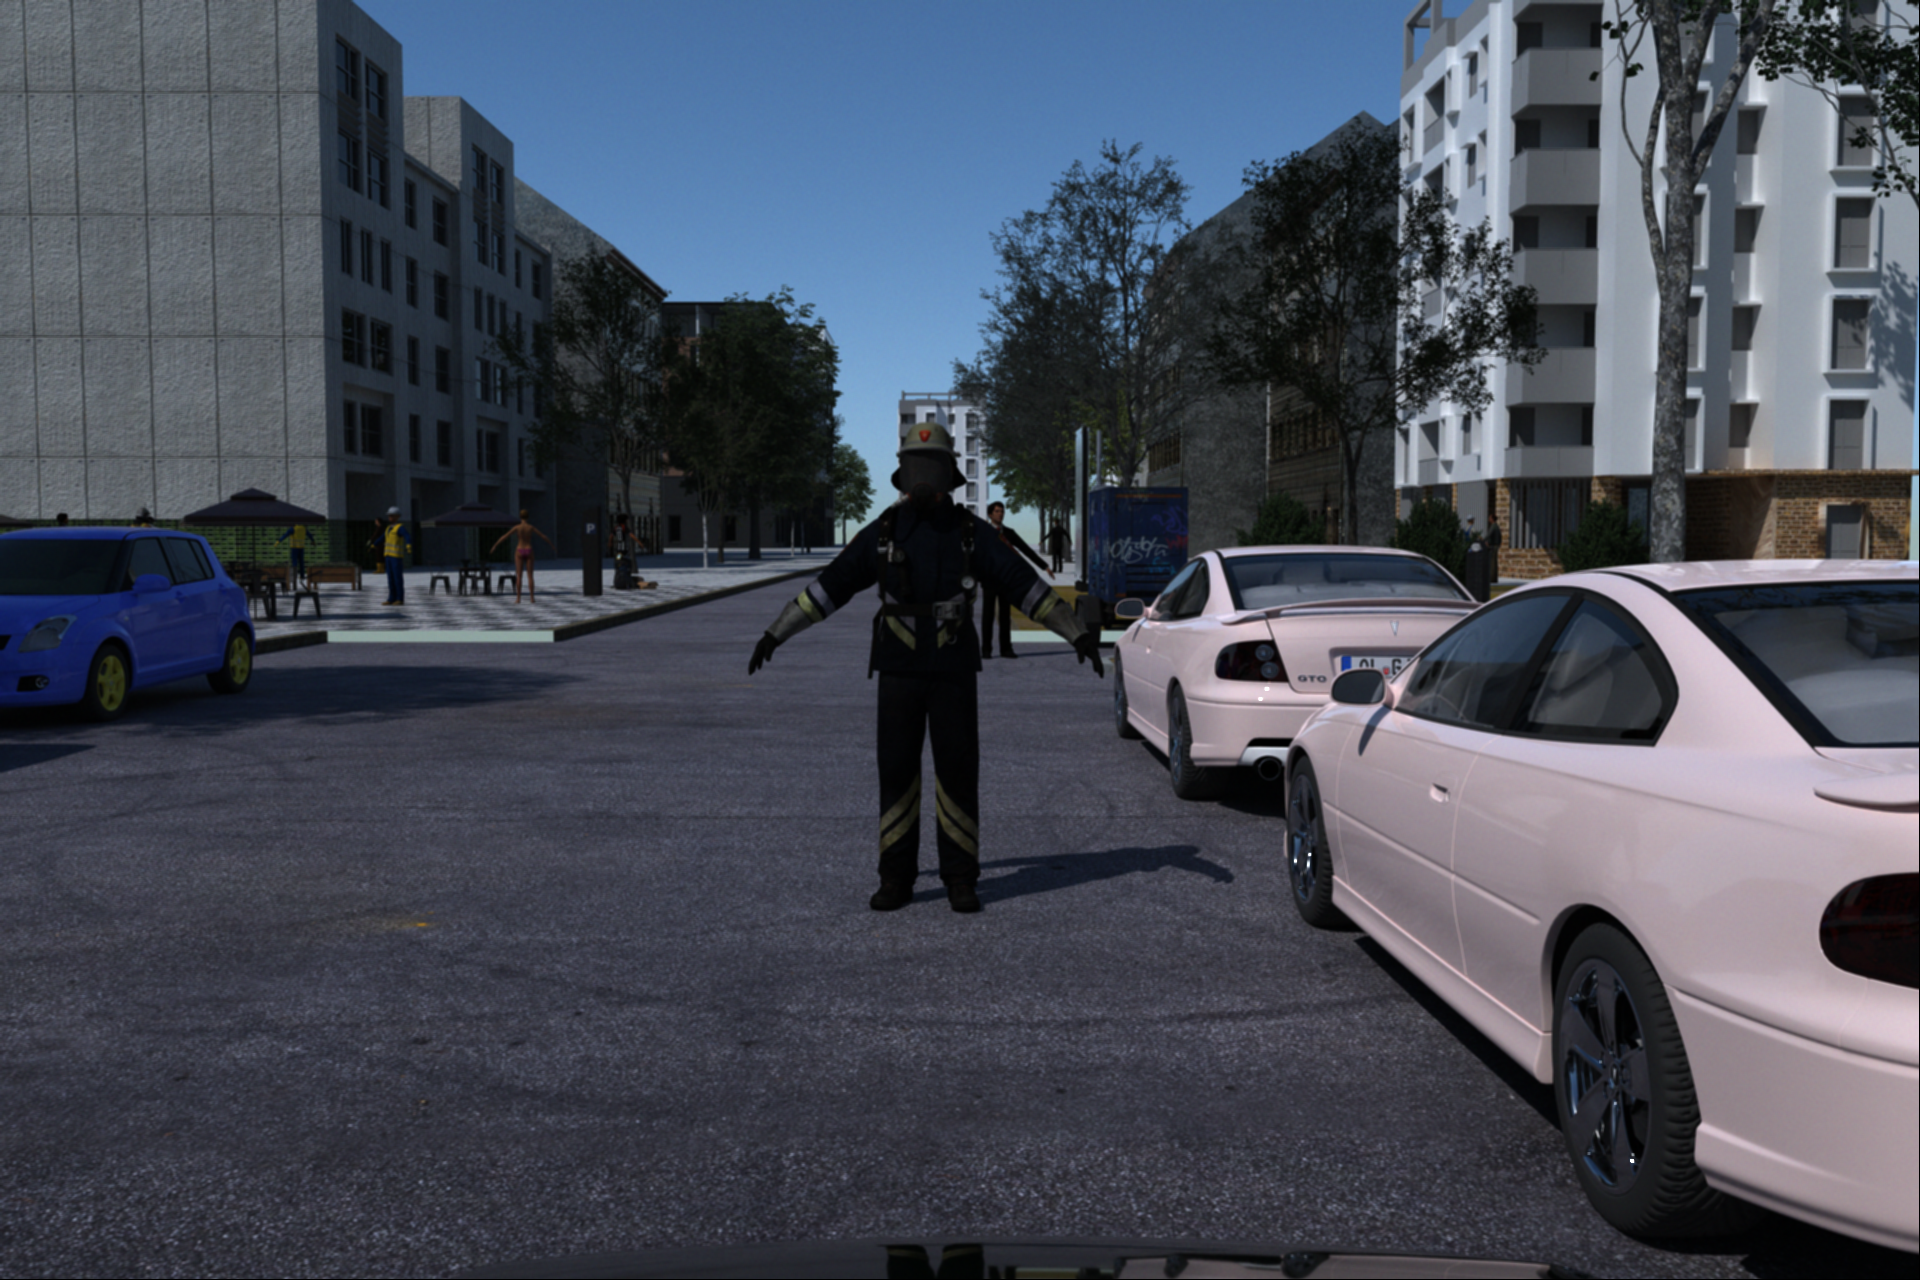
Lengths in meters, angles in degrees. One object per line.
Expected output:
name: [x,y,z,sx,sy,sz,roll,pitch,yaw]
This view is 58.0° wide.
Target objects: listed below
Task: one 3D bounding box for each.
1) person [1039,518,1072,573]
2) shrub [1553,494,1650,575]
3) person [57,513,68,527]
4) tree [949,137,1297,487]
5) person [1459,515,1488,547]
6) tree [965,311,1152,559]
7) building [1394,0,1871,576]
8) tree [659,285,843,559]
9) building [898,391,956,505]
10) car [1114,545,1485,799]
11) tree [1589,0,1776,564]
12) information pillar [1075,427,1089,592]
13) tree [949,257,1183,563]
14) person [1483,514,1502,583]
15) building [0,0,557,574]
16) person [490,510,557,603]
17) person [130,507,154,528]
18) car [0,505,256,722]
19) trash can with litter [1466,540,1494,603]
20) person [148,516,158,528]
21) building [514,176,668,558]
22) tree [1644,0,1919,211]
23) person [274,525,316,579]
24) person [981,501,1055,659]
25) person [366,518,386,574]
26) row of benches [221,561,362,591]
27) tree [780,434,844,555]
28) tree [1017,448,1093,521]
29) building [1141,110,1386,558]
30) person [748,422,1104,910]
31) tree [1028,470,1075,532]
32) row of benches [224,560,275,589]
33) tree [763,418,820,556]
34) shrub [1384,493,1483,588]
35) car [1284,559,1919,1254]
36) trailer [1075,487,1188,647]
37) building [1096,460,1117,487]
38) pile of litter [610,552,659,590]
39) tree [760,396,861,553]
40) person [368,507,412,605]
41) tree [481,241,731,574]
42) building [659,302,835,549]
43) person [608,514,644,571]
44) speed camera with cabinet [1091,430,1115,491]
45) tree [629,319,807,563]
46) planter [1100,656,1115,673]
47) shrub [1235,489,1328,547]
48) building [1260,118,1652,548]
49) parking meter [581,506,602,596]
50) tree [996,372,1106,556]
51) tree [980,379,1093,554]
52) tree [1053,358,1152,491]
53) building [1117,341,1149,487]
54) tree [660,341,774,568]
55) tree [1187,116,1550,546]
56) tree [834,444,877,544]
person: [3.199,-3.121,57.258,1.346,1.802,0.704,-2,4,-33]
shrub: [11.965,-1.703,32.270,1.690,2.028,1.600,0,3,0]
person: [-19.465,-1.901,37.802,1.216,1.740,0.721,3,4,37]
tree: [5.149,-8.743,53.322,12.009,13.543,11.850,0,3,0]
person: [14.957,-2.743,50.706,0.705,1.847,1.347,-1,4,-22]
tree: [5.322,-11.016,90.476,12.009,13.543,11.850,0,3,0]
building: [20.928,-12.533,61.331,16.016,20.090,11.380,0,4,0]
tree: [-10.666,-11.137,88.741,9.857,13.997,8.962,0,3,0]
building: [-7.590,-22.153,221.077,11.380,20.090,16.016,0,4,7]
car: [2.060,0.099,10.751,2.083,1.381,4.827,0,4,-1]
tree: [10.083,-10.053,20.260,12.611,20.169,13.585,0,3,0]
information pillar: [2.740,-2.909,38.871,0.184,3.620,1.656,0,4,-1]
tree: [4.713,-10.190,76.974,12.009,13.543,11.850,0,3,0]
person: [13.900,-2.384,45.248,0.705,1.796,1.348,3,4,39]
building: [-28.511,-12.468,70.314,16.747,18.905,31.486,0,4,0]
person: [-8.104,-1.554,32.219,1.217,1.733,0.721,-1,4,-19]
person: [-17.355,-1.901,36.851,1.354,1.858,0.705,1,4,22]
car: [-7.307,-0.288,14.304,1.945,1.707,3.694,0,4,0]
trash can with litter: [5.785,-0.504,19.304,1.678,1.210,2.233,0,4,0]
person: [-23.916,-2.751,51.158,1.347,1.806,0.705,-2,4,-31]
building: [-27.993,-16.458,100.010,19.493,23.208,18.063,0,4,-1]
tree: [21.976,-11.226,39.431,12.611,20.169,13.585,0,3,0]
person: [-18.942,-2.661,49.473,0.705,1.833,1.349,2,4,33]
person: [0.435,-0.694,19.993,1.347,1.806,0.705,-1,4,-18]
person: [-18.724,-3.037,55.799,0.704,1.812,1.346,0,4,6]
row of benches: [-15.557,-1.452,39.210,4.104,0.672,1.422,0,4,-6]
tree: [-9.976,-9.621,107.672,4.360,8.622,3.978,0,3,0]
tree: [11.930,-18.648,215.260,12.009,13.543,11.850,0,3,0]
building: [20.968,-16.423,99.443,19.493,23.208,18.063,0,4,0]
person: [-0.126,0.098,6.630,1.354,1.856,0.705,0,4,6]
tree: [5.913,-10.492,121.905,4.737,8.622,4.395,0,3,0]
row of benches: [-18.192,-1.552,40.840,4.104,0.672,1.422,1,4,11]
tree: [-9.654,-9.185,100.537,4.360,8.622,3.978,0,3,0]
shrub: [8.527,-1.639,31.223,1.690,2.028,1.600,0,3,0]
car: [2.213,0.454,4.933,2.083,1.381,4.827,0,4,-1]
trailer: [2.244,-0.971,22.925,1.471,1.999,3.904,0,4,-1]
building: [20.924,-15.453,194.808,9.099,9.664,28.070,0,4,0]
pile of litter: [-7.637,-1.625,40.533,1.176,0.858,1.719,0,4,-1]
tree: [-10.528,-11.192,117.398,8.767,10.594,7.601,2,4,32]
person: [-10.245,-1.511,31.173,1.216,1.772,0.721,3,4,36]
tree: [-10.813,-7.411,55.578,7.601,10.594,8.767,1,4,21]
building: [-27.233,-19.873,168.891,27.936,21.610,32.646,0,4,0]
person: [-8.971,-2.453,46.249,1.345,1.843,0.704,3,4,37]
speed camera with cabinet: [2.856,-2.327,32.379,0.660,3.252,2.038,0,4,-1]
tree: [-10.656,-8.662,76.042,8.767,10.594,7.601,0,4,5]
planter: [2.474,0.166,18.432,1.991,0.319,1.994,0,4,0]
shrub: [5.680,-1.620,30.521,1.661,2.075,1.752,0,3,0]
building: [25.079,-15.232,79.966,19.493,23.208,18.063,0,4,0]
parking meter: [-7.664,-1.854,36.023,0.399,1.863,0.255,0,4,1]
tree: [5.558,-10.838,102.961,9.928,11.665,9.643,0,3,0]
tree: [4.979,-11.892,112.563,7.486,12.596,7.792,0,3,0]
tree: [5.717,-7.162,67.462,4.737,8.622,4.395,0,3,0]
building: [24.488,-18.095,162.314,16.747,18.905,31.486,0,4,0]
tree: [-9.806,-7.057,65.747,4.360,8.622,3.978,0,3,0]
tree: [8.826,-6.331,37.926,8.767,10.594,7.601,2,4,33]
tree: [-14.116,-18.273,216.890,7.486,12.596,7.792,0,3,0]
